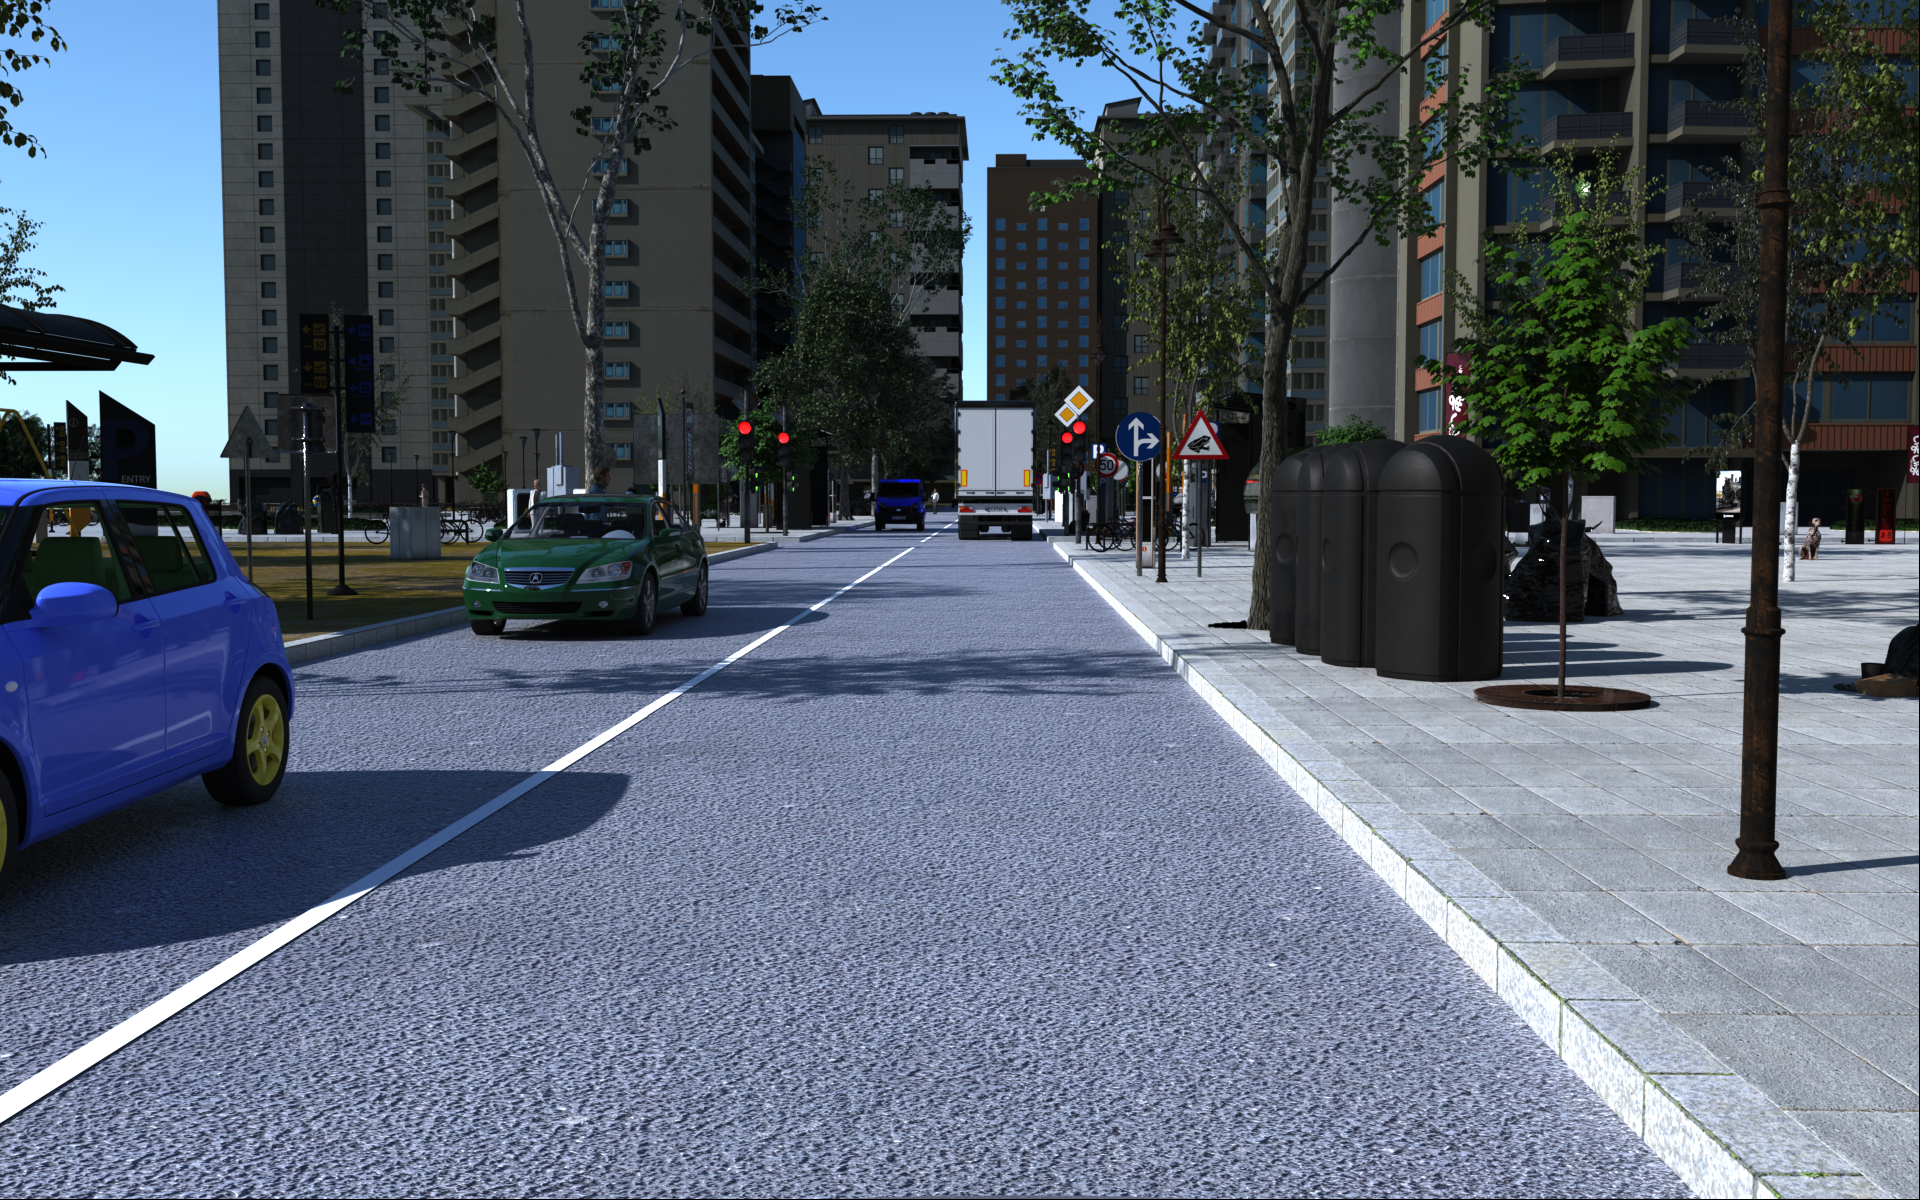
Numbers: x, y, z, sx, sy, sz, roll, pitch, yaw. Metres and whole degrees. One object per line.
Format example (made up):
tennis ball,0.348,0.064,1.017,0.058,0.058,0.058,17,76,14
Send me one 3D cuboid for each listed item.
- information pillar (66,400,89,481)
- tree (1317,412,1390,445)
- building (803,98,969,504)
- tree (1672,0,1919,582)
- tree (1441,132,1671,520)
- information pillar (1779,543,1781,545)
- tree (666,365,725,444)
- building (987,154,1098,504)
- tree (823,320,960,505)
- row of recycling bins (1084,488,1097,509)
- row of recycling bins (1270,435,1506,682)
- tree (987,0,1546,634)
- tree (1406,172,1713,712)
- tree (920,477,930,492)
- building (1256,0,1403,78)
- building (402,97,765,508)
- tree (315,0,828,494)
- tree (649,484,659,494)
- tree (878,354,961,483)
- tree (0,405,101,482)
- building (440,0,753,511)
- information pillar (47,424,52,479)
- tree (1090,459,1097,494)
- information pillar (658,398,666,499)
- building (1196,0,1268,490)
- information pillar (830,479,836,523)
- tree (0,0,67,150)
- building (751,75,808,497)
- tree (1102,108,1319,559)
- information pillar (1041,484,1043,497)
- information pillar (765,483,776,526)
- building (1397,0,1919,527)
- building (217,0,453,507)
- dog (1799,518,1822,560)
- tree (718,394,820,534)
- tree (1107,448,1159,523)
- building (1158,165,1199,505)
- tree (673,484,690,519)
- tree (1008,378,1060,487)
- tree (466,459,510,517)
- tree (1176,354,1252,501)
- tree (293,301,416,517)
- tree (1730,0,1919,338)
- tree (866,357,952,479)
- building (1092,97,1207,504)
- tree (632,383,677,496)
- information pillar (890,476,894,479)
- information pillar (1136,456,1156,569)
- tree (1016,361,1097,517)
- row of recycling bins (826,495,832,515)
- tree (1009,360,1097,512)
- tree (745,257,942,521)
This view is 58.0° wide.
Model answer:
information pillar,-22.023,-3.174,43.244,0.183,3.616,0.504,3,5,44
tree,15.717,-5.231,69.245,4.285,4.588,4.351,0,3,0
building,-10.604,-39.745,239.071,27.495,52.752,28.713,0,4,1
tree,12.306,-4.589,25.398,4.360,8.622,3.978,0,3,0
tree,12.352,-5.207,35.496,4.737,8.622,4.395,0,3,0
information pillar,20.574,-3.202,43.700,0.183,3.616,0.504,0,4,3
tree,-15.136,-9.074,98.718,4.360,8.622,3.978,0,3,0
building,10.748,-35.527,230.979,14.200,45.320,14.600,0,4,1
tree,-4.961,-12.636,116.968,12.009,13.543,11.850,0,3,0
row of recycling bins,7.966,-6.410,111.924,3.534,1.692,1.069,-1,4,-13
row of recycling bins,3.204,-0.390,13.489,1.069,1.692,3.534,0,4,-5
tree,3.079,-5.522,16.036,9.928,11.665,9.643,0,3,0
tree,3.734,-0.971,10.482,1.663,3.219,1.824,0,3,0
tree,-3.912,-11.340,180.004,1.663,3.219,1.824,0,3,0
building,33.530,-25.867,114.812,32.217,40.220,23.993,0,4,1
building,-32.154,-28.766,162.200,32.217,40.220,23.993,0,4,1
tree,-7.705,-10.815,32.708,12.611,20.169,13.585,0,3,0
tree,-19.494,-7.175,111.909,1.663,3.219,1.824,0,3,0
tree,-3.966,-15.219,155.485,9.857,13.997,8.962,0,3,0
tree,-60.658,-8.935,108.994,11.467,7.101,20.602,0,4,1
building,-28.851,-31.523,139.109,21.300,48.544,21.600,0,4,1
information pillar,-30.378,-4.066,57.827,0.183,3.616,0.504,-2,4,-28
tree,6.821,-5.370,82.403,1.663,3.219,1.824,0,3,0
information pillar,-7.223,-3.096,41.973,0.183,3.616,0.504,-1,4,-22
building,32.585,-32.410,149.509,23.786,49.044,30.456,0,4,1
information pillar,-5.695,-4.433,76.964,0.304,2.012,0.304,2,4,25
tree,-7.757,-3.711,11.032,4.737,8.622,4.395,0,3,0
building,-24.004,-32.586,182.891,14.200,45.320,14.600,0,4,1
tree,4.682,-5.117,34.023,4.737,8.622,4.395,0,3,0
information pillar,6.127,-7.513,127.329,0.304,2.012,0.304,-3,5,-41
information pillar,-7.513,-4.743,68.896,0.504,3.616,0.183,-1,4,-13
building,32.843,-25.719,75.131,28.867,44.769,22.147,0,4,1
building,-62.336,-45.400,180.538,20.611,71.187,20.563,0,4,1
dog,16.680,-1.189,33.818,0.513,0.831,0.800,3,5,44
tree,-6.413,-4.474,56.857,4.285,4.588,4.351,0,3,0
tree,7.806,-5.030,76.837,1.663,3.219,1.824,0,3,0
building,37.157,-29.662,176.854,32.217,40.220,23.993,0,4,1
tree,-14.465,-5.881,90.762,1.663,3.219,1.824,0,3,0
tree,6.921,-15.559,171.402,9.611,12.733,9.660,0,3,0
tree,-26.415,-6.225,96.383,1.663,3.219,1.824,0,3,0
tree,13.442,-8.597,90.921,4.360,8.622,3.978,0,3,0
tree,-23.490,-7.148,67.228,4.360,8.622,3.978,0,3,0
tree,9.770,-4.042,16.442,4.737,8.622,4.395,0,3,0
tree,-4.491,-13.645,141.223,7.486,12.596,7.792,0,3,0
building,31.776,-39.697,238.282,27.495,52.752,28.713,0,4,1
tree,-20.115,-10.125,115.904,4.737,8.622,4.395,0,3,0
information pillar,-4.870,-8.233,125.964,0.504,3.616,0.183,-1,4,-13
information pillar,3.211,-1.554,29.895,0.304,2.012,0.304,1,4,16
tree,5.235,-8.875,95.460,4.360,8.622,3.978,0,3,0
row of recycling bins,-8.450,-5.922,103.940,1.069,1.692,3.534,1,4,14
tree,6.143,-11.380,120.471,7.601,10.594,8.767,0,4,7
tree,-5.530,-10.201,83.791,9.611,12.733,9.660,0,3,0
